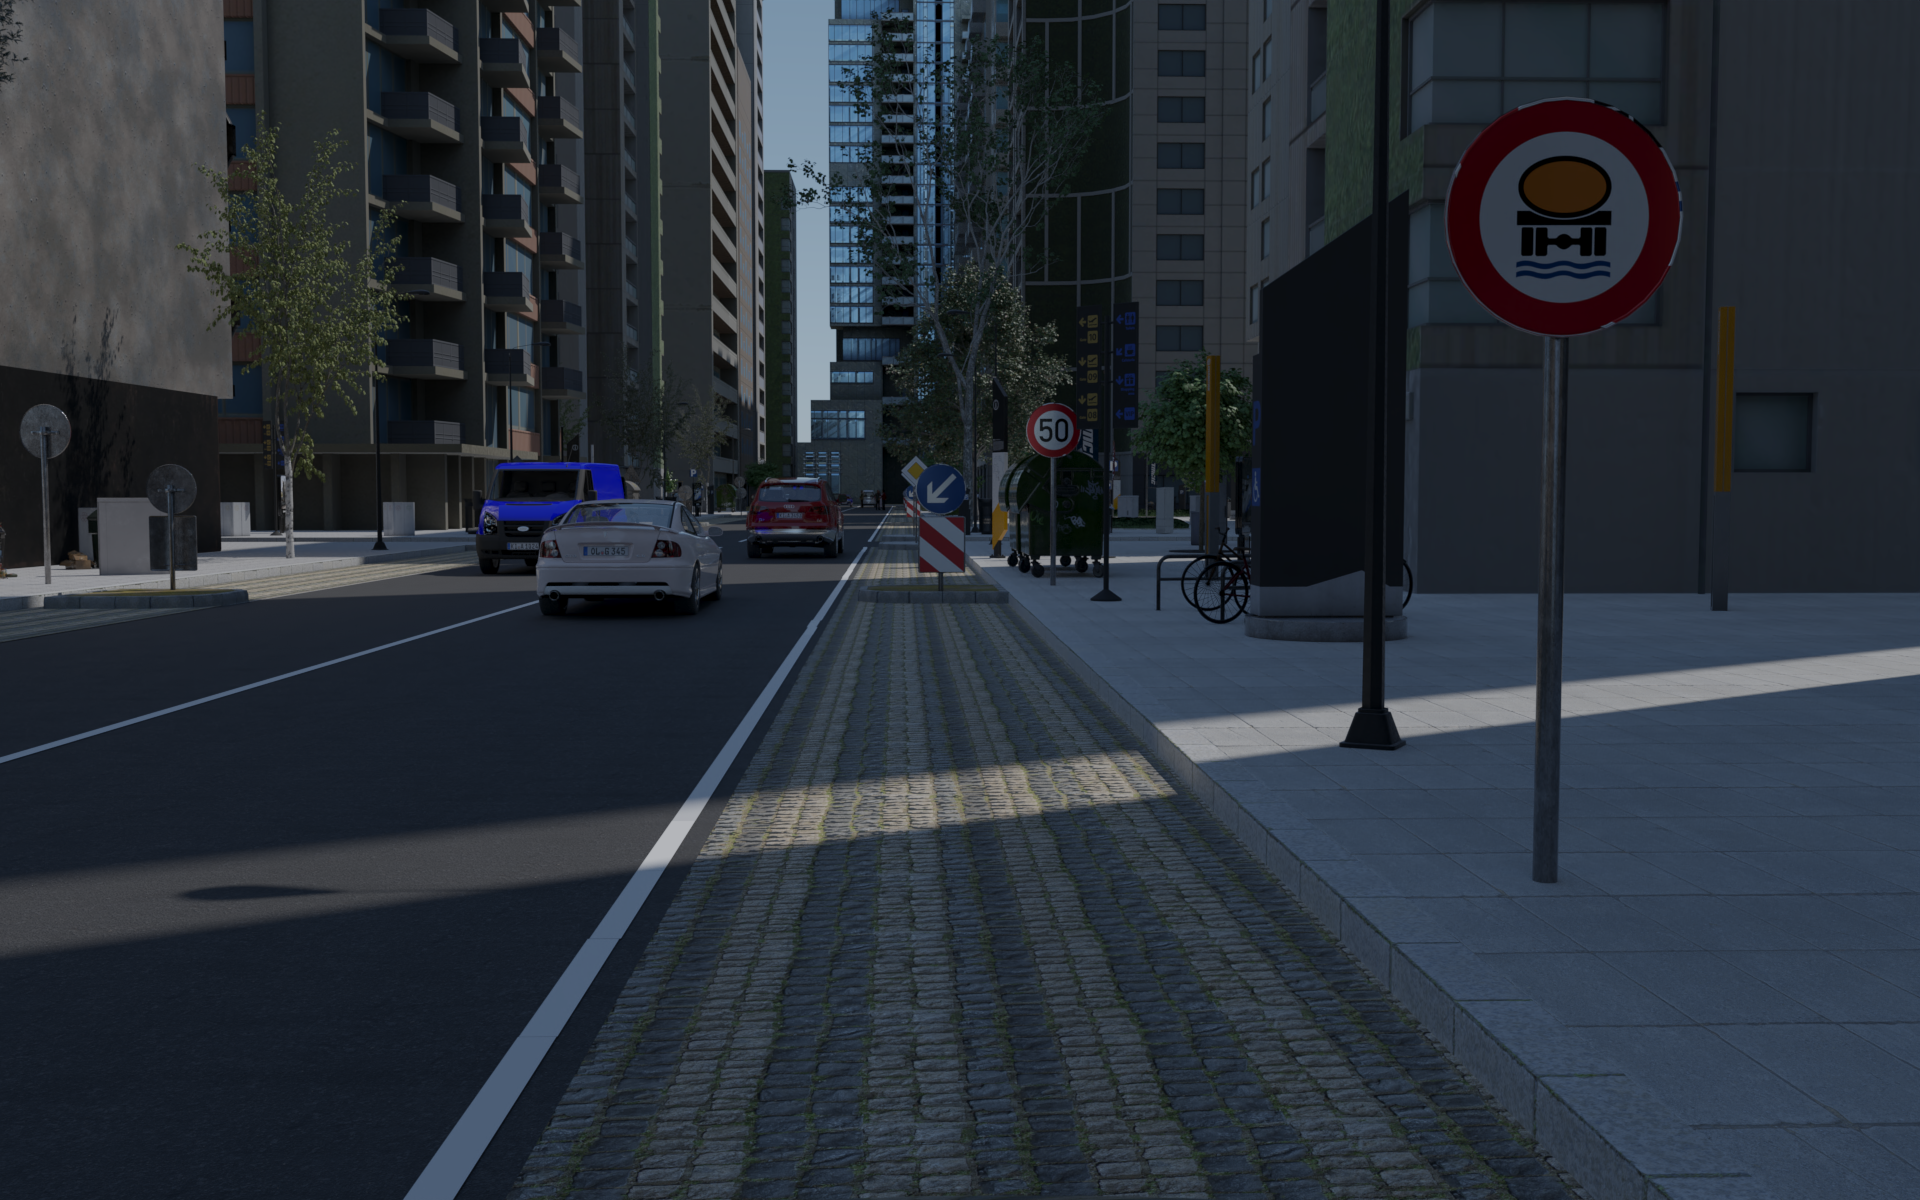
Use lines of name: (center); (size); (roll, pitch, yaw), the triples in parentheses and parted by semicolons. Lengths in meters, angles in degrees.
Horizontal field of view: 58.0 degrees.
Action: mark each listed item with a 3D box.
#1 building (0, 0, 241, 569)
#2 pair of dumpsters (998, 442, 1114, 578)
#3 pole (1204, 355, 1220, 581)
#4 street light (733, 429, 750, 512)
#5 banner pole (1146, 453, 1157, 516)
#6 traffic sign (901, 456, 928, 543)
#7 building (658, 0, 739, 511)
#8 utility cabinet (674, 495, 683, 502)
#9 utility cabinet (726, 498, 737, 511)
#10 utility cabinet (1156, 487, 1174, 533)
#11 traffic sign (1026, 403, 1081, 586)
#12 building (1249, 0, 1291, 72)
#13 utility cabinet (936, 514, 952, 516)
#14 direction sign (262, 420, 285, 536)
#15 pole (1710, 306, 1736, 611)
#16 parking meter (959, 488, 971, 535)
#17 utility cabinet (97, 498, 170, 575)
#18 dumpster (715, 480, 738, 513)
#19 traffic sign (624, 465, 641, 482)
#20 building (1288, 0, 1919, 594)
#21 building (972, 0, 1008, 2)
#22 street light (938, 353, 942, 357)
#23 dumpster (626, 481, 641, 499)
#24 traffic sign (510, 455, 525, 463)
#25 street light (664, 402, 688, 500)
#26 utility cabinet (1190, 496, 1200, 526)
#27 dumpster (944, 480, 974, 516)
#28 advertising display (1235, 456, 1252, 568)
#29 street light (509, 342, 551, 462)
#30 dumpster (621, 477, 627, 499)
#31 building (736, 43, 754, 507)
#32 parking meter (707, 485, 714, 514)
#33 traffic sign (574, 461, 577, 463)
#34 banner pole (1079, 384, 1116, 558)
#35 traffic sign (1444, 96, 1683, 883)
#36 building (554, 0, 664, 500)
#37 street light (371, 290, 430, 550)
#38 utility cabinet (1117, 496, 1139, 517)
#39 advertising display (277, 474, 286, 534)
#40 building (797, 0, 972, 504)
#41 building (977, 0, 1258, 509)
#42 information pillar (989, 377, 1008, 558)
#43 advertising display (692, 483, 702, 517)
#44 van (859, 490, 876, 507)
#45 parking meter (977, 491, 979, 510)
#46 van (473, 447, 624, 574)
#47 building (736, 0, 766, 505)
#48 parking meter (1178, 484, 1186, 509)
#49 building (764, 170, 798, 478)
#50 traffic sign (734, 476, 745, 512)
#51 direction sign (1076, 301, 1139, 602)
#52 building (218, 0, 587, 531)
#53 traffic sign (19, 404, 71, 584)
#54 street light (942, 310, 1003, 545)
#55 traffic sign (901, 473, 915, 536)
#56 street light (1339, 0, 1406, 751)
building: (-24.705, -10.111, 32.771); (16.811, 18.784, 16.820); (0, 4, -2)
pair of dumpsters: (1.534, -1.589, 28.467); (1.574, 2.255, 4.437); (0, 4, -2)
pole: (3.731, -1.942, 25.593); (0.158, 3.312, 0.155); (0, 3, 0)
street light: (-15.604, -9.221, 123.309); (1.470, 5.913, 1.316); (0, 4, -2)
banner pole: (9.330, -5.795, 84.761); (0.863, 3.779, 0.401); (3, 5, 42)
traffic sign: (-1.148, -2.548, 45.298); (0.795, 2.450, 0.064); (0, 4, -2)
building: (-29.366, -31.432, 137.613); (21.300, 48.544, 21.600); (0, 4, -2)
utility cabinet: (-15.625, -5.246, 96.931); (0.306, 1.237, 1.020); (1, 4, 18)
utility cabinet: (-16.765, -7.257, 127.333); (0.318, 1.500, 1.173); (1, 4, 22)
utility cabinet: (6.624, -2.899, 56.074); (0.318, 1.500, 1.173); (1, 4, 20)
traffic sign: (1.307, -1.475, 24.230); (0.768, 2.556, 0.104); (0, 4, 0)
building: (27.207, -29.387, 69.721); (27.495, 52.752, 28.713); (0, 4, -2)
utility cabinet: (-0.923, -5.607, 102.836); (1.020, 1.237, 0.306); (2, 4, 25)
direction sign: (-21.118, -3.755, 53.387); (0.876, 3.537, 0.379); (1, 4, 23)
pole: (8.355, -1.537, 18.967); (0.158, 3.312, 0.155); (0, 3, 0)
parking meter: (0.144, -2.788, 53.998); (0.372, 1.533, 0.369); (0, 3, 0)
utility cabinet: (-13.149, -1.004, 27.580); (1.020, 1.237, 0.306); (-2, 4, -24)
dumpster: (-16.176, -7.181, 119.904); (1.502, 2.255, 1.985); (0, 4, -2)
traffic sign: (-14.556, -4.687, 76.633); (0.884, 2.594, 0.081); (0, 4, 6)
building: (12.646, -21.068, 28.051); (14.154, 41.232, 14.086); (0, 4, -2)
building: (11.846, -32.774, 155.463); (23.786, 49.044, 30.456); (0, 4, -2)
street light: (-0.033, -5.176, 57.171); (1.470, 5.913, 1.316); (0, 4, -2)
dumpster: (-14.565, -4.229, 74.906); (1.264, 1.857, 1.865); (0, 4, -2)
traffic sign: (-11.487, -2.528, 44.968); (0.795, 2.450, 0.064); (0, 4, -2)
street light: (-14.453, -7.055, 87.886); (1.470, 5.913, 1.316); (0, 4, -2)
utility cabinet: (9.764, -3.659, 70.991); (0.306, 1.237, 1.020); (2, 4, 32)
dumpster: (-0.158, -4.617, 77.976); (1.502, 2.255, 1.985); (0, 4, -2)
advertising display: (4.937, -1.521, 30.088); (0.123, 1.923, 0.974); (1, 4, 21)
street light: (-13.192, -4.922, 53.009); (1.470, 5.913, 1.316); (0, 4, -2)
dumpster: (-11.723, -3.089, 55.457); (1.985, 2.255, 1.502); (0, 4, -1)
building: (-28.029, -31.849, 170.845); (14.600, 45.320, 14.200); (0, 4, -2)
parking meter: (-15.921, -6.414, 110.581); (0.255, 1.863, 0.399); (3, 5, 39)
traffic sign: (-11.758, -3.016, 52.948); (0.795, 2.450, 0.064); (0, 4, -2)
banner pole: (2.706, -2.728, 34.612); (0.863, 3.779, 0.401); (-1, 4, -13)
traffic sign: (1.941, -0.340, 5.668); (0.768, 2.556, 0.104); (0, 3, 0)
building: (-25.640, -25.626, 102.583); (14.154, 41.232, 14.086); (0, 4, -2)
street light: (-12.749, -4.096, 39.516); (1.470, 5.913, 1.316); (0, 4, -2)
utility cabinet: (6.546, -3.449, 67.555); (0.306, 1.237, 1.020); (-2, 4, -30)
advertising display: (-22.175, -3.149, 56.701); (0.123, 1.923, 0.974); (-1, 4, -10)
building: (-5.045, -55.733, 223.913); (31.000, 86.520, 22.319); (0, 4, -2)
building: (11.739, -41.245, 112.611); (20.563, 71.187, 20.611); (0, 4, -2)
information pillar: (0.792, -2.641, 34.541); (0.183, 3.616, 0.504); (-2, 4, -29)
advertising display: (-14.846, -5.660, 97.756); (0.123, 1.923, 0.974); (1, 4, 17)
van: (-9.818, -10.967, 186.319); (2.013, 2.044, 4.112); (0, 4, -2)
parking meter: (0.931, -5.692, 101.475); (0.372, 1.533, 0.369); (0, 3, 0)
van: (-7.699, -1.744, 32.892); (2.240, 2.365, 5.245); (0, 4, -1)
building: (-35.785, -39.578, 189.094); (28.212, 58.520, 21.231); (0, 4, -2)
parking meter: (12.665, -5.697, 98.862); (0.399, 1.863, 0.255); (1, 4, 19)
building: (-28.031, -32.855, 220.780); (14.086, 41.232, 14.154); (0, 4, -2)
traffic sign: (-15.961, -7.665, 125.434); (0.768, 2.556, 0.104); (0, 4, 1)
direction sign: (1.757, -1.757, 20.731); (0.876, 3.537, 0.379); (3, 5, 40)
building: (-28.280, -25.545, 72.282); (22.147, 44.769, 28.867); (0, 4, -2)
traffic sign: (-12.989, -1.498, 24.593); (0.768, 2.556, 0.104); (0, 4, 6)
street light: (0.365, -4.359, 43.819); (1.470, 5.913, 1.316); (0, 4, -2)
traffic sign: (-1.419, -3.036, 53.278); (0.795, 2.450, 0.064); (0, 4, -2)
street light: (1.563, -2.208, 8.640); (1.470, 5.913, 1.316); (0, 4, -2)
